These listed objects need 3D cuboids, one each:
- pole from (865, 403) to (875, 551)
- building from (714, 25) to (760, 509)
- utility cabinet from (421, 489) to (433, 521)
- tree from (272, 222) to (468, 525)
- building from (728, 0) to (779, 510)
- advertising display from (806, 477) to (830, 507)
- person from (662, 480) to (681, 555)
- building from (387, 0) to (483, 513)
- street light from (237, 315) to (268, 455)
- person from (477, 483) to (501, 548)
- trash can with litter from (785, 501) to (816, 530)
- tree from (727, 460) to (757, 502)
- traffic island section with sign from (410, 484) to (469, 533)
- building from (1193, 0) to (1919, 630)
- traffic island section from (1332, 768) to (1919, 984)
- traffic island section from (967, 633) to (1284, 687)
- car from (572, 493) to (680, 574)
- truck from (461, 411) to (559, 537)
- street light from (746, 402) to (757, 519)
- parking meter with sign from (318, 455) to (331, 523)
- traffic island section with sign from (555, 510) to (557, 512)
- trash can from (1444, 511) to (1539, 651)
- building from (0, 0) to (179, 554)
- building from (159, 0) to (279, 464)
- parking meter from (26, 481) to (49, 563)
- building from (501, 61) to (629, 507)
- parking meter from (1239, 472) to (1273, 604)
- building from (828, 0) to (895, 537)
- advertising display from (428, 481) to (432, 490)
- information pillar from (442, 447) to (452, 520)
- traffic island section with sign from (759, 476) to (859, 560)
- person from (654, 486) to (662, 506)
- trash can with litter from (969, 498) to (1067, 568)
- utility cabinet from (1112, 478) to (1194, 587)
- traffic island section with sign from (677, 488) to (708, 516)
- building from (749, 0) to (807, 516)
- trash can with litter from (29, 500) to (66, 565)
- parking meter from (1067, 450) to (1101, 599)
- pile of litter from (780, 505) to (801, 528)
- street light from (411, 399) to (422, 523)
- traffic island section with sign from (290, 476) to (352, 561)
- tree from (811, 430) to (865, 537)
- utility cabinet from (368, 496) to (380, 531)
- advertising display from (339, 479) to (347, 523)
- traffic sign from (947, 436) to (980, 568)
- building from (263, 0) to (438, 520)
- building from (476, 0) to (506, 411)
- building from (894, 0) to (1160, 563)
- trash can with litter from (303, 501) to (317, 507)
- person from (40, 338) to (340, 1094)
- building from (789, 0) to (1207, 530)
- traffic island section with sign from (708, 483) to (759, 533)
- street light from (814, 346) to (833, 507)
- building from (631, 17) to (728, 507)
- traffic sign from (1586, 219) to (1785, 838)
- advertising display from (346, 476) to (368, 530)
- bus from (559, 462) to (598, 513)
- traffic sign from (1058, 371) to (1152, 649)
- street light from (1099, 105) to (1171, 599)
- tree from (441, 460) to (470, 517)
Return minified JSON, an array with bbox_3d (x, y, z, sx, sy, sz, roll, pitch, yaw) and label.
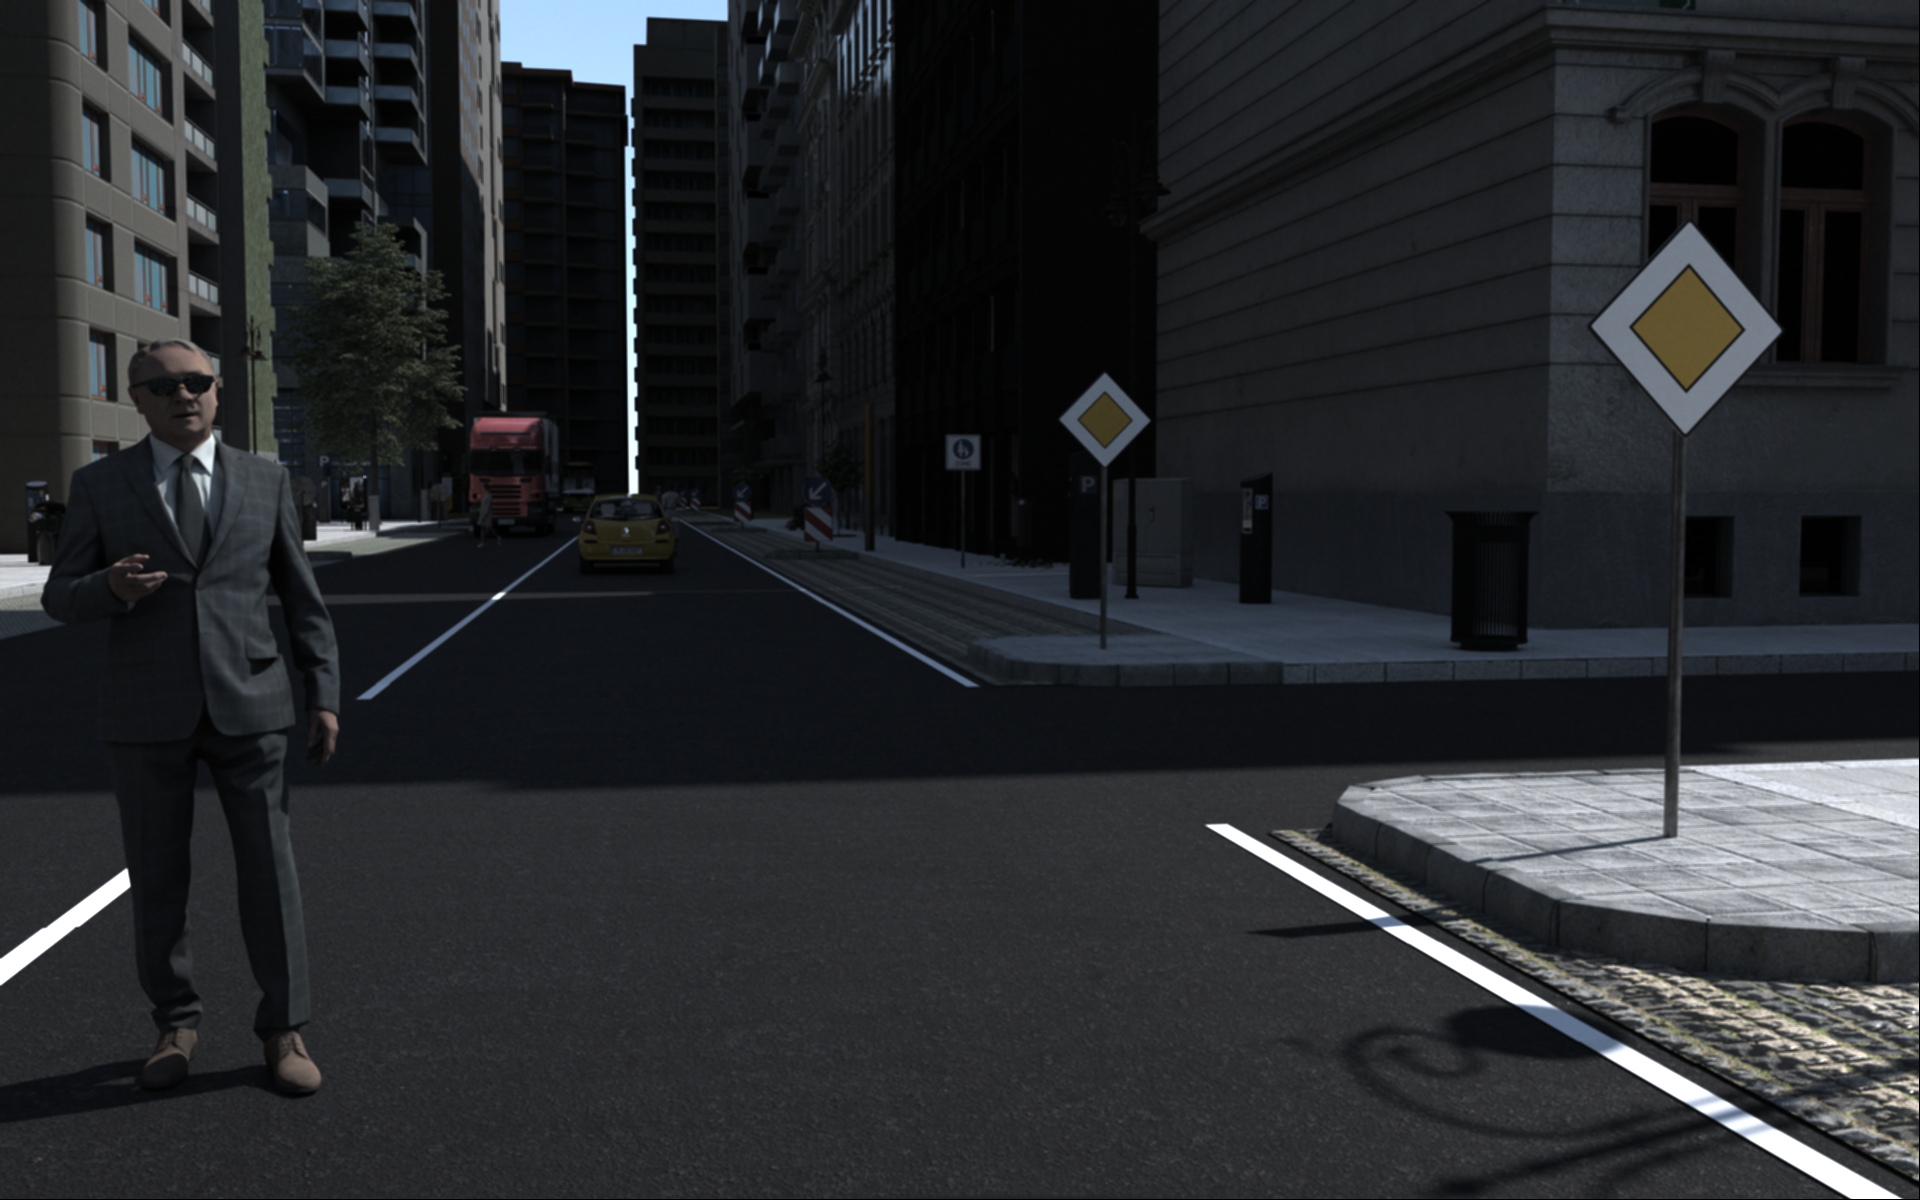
[{"bbox_3d":[-2.038,-2.764,39.029,0.158,3.312,0.155,0,3,0],"label":"pole"},{"bbox_3d":[-14.974,-28.904,156.175,14.154,41.232,14.086,-1,4,-11],"label":"building"},{"bbox_3d":[-25.582,-4.556,83.177,0.318,1.500,1.173,0,4,-5],"label":"utility cabinet"},{"bbox_3d":[-24.479,-9.422,72.182,7.486,12.596,7.792,0,3,0],"label":"tree"},{"bbox_3d":[-3.961,-33.458,136.270,28.713,52.752,27.495,-1,4,-11],"label":"building"},{"bbox_3d":[-5.321,-3.656,64.985,0.974,1.923,0.123,1,4,23],"label":"advertising display"},{"bbox_3d":[-6.796,-1.935,40.702,0.480,1.755,0.524,-2,4,-26],"label":"person"},{"bbox_3d":[-41.392,-28.816,121.252,14.600,45.320,14.200,-1,4,-11],"label":"building"},{"bbox_3d":[-18.274,-4.409,44.869,0.468,5.910,1.993,-1,4,-11],"label":"street light"},{"bbox_3d":[-12.720,-2.288,46.653,0.466,1.731,0.760,2,4,25],"label":"person"},{"bbox_3d":[-5.648,-3.052,61.285,1.055,1.170,0.624,-1,4,-15],"label":"trash can with litter"},{"bbox_3d":[-12.562,-6.399,99.231,1.663,3.219,1.824,0,3,0],"label":"tree"},{"bbox_3d":[-19.415,-3.426,64.648,1.989,1.847,2.006,-1,4,-11],"label":"traffic island section with sign"},{"bbox_3d":[15.266,-14.450,23.649,23.554,28.519,14.401,-1,4,-11],"label":"building"},{"bbox_3d":[2.680,0.965,6.506,2.009,0.180,2.903,-1,4,-11],"label":"traffic island section"},{"bbox_3d":[1.205,0.485,14.354,2.009,0.180,2.903,-1,4,-11],"label":"traffic island section"},{"bbox_3d":[-6.272,-1.366,32.553,2.015,1.641,3.980,-1,4,-11],"label":"car"},{"bbox_3d":[-15.641,-4.413,61.062,2.839,4.237,11.283,-1,4,-10],"label":"truck"},{"bbox_3d":[-10.480,-7.005,87.318,0.468,5.910,1.993,-1,4,-11],"label":"street light"},{"bbox_3d":[-28.217,-4.929,76.854,0.543,3.016,1.738,-1,4,-18],"label":"parking meter with sign"},{"bbox_3d":[-33.565,-8.027,139.870,1.989,1.847,2.006,-1,4,-11],"label":"traffic island section with sign"},{"bbox_3d":[4.375,-0.162,14.301,0.748,1.137,0.748,0,3,0],"label":"trash can"},{"bbox_3d":[-31.503,-11.227,28.600,27.650,21.520,28.899,-1,4,-11],"label":"building"},{"bbox_3d":[-32.148,-22.917,58.291,14.154,41.232,14.086,-1,4,-11],"label":"building"},{"bbox_3d":[-17.251,-1.467,32.404,0.372,1.533,0.369,0,3,0],"label":"parking meter"},{"bbox_3d":[-48.603,-32.010,177.991,28.867,44.769,22.147,-1,4,-11],"label":"building"},{"bbox_3d":[3.475,-0.729,20.332,0.372,1.533,0.369,0,3,0],"label":"parking meter"},{"bbox_3d":[1.579,-12.717,57.073,9.793,20.994,18.267,-1,4,-11],"label":"building"},{"bbox_3d":[-25.905,-4.862,84.711,0.123,1.923,0.974,-1,4,-13],"label":"advertising display"},{"bbox_3d":[-25.386,-5.769,85.679,0.504,3.616,0.183,-3,5,-40],"label":"information pillar"},{"bbox_3d":[-3.346,-1.829,38.530,1.989,1.847,2.006,-1,4,-11],"label":"traffic island section with sign"},{"bbox_3d":[-12.125,-3.736,69.987,0.834,1.777,0.661,-2,4,-31],"label":"person"},{"bbox_3d":[1.112,-1.208,30.812,1.678,1.210,2.233,-1,4,-8],"label":"trash can with litter"},{"bbox_3d":[2.667,-0.940,24.049,1.173,1.500,0.318,3,5,43],"label":"utility cabinet"},{"bbox_3d":[-17.716,-6.504,114.973,1.989,1.847,2.006,-1,4,-11],"label":"traffic island section with sign"},{"bbox_3d":[-0.757,-29.844,107.557,23.786,49.044,30.456,-1,4,-11],"label":"building"},{"bbox_3d":[-16.497,-1.221,31.345,0.624,1.170,1.055,-2,4,-28],"label":"trash can with litter"},{"bbox_3d":[1.520,-0.945,21.170,0.399,1.863,0.255,-1,4,-9],"label":"parking meter"},{"bbox_3d":[-6.191,-3.220,66.611,1.719,0.858,1.176,1,4,22],"label":"pile of litter"},{"bbox_3d":[-24.369,-6.429,77.908,0.468,5.910,1.993,-1,4,-11],"label":"street light"},{"bbox_3d":[-14.335,-1.773,37.621,1.989,1.847,2.006,-1,4,-11],"label":"traffic island section with sign"},{"bbox_3d":[-3.516,-3.517,52.099,1.663,3.219,1.824,0,3,0],"label":"tree"},{"bbox_3d":[-20.635,-3.045,60.952,0.306,1.237,1.020,-1,4,-23],"label":"utility cabinet"},{"bbox_3d":[-27.034,-4.379,76.810,0.123,1.923,0.974,3,5,40],"label":"advertising display"},{"bbox_3d":[0.051,-1.705,30.005,0.606,2.300,0.079,-1,4,-9],"label":"traffic sign"},{"bbox_3d":[-41.249,-47.975,97.070,22.319,86.520,31.000,-1,4,-11],"label":"building"},{"bbox_3d":[-51.860,-33.824,142.256,27.495,52.752,28.713,-1,4,-11],"label":"building"},{"bbox_3d":[5.719,-12.879,40.250,12.332,23.373,15.834,-1,4,-11],"label":"building"},{"bbox_3d":[-24.503,-3.278,64.984,0.624,1.170,1.055,-1,4,-16],"label":"trash can with litter"},{"bbox_3d":[-1.817,0.277,4.148,0.661,1.801,0.590,-2,4,-29],"label":"person"},{"bbox_3d":[0.245,-17.770,77.929,14.401,28.519,23.554,-1,4,-11],"label":"building"},{"bbox_3d":[-8.330,-3.451,65.054,1.989,1.847,2.006,-1,4,-11],"label":"traffic island section with sign"},{"bbox_3d":[-4.275,-4.973,54.104,0.468,5.910,1.993,-1,4,-11],"label":"street light"},{"bbox_3d":[-23.435,-34.163,182.259,21.600,48.544,21.300,-1,4,-11],"label":"building"},{"bbox_3d":[2.659,-0.170,6.424,0.795,2.450,0.064,-1,4,-11],"label":"traffic sign"},{"bbox_3d":[-21.418,-3.452,61.647,0.974,1.923,0.123,3,5,39],"label":"advertising display"},{"bbox_3d":[-29.621,-8.768,134.898,2.896,3.916,12.252,-1,4,-11],"label":"bus"},{"bbox_3d":[1.183,-0.650,14.272,0.795,2.450,0.064,-1,4,-11],"label":"traffic sign"},{"bbox_3d":[2.109,-2.956,21.123,0.468,5.910,1.993,-1,4,-11],"label":"street light"},{"bbox_3d":[-28.738,-6.374,98.810,1.663,3.219,1.824,0,3,0],"label":"tree"}]
